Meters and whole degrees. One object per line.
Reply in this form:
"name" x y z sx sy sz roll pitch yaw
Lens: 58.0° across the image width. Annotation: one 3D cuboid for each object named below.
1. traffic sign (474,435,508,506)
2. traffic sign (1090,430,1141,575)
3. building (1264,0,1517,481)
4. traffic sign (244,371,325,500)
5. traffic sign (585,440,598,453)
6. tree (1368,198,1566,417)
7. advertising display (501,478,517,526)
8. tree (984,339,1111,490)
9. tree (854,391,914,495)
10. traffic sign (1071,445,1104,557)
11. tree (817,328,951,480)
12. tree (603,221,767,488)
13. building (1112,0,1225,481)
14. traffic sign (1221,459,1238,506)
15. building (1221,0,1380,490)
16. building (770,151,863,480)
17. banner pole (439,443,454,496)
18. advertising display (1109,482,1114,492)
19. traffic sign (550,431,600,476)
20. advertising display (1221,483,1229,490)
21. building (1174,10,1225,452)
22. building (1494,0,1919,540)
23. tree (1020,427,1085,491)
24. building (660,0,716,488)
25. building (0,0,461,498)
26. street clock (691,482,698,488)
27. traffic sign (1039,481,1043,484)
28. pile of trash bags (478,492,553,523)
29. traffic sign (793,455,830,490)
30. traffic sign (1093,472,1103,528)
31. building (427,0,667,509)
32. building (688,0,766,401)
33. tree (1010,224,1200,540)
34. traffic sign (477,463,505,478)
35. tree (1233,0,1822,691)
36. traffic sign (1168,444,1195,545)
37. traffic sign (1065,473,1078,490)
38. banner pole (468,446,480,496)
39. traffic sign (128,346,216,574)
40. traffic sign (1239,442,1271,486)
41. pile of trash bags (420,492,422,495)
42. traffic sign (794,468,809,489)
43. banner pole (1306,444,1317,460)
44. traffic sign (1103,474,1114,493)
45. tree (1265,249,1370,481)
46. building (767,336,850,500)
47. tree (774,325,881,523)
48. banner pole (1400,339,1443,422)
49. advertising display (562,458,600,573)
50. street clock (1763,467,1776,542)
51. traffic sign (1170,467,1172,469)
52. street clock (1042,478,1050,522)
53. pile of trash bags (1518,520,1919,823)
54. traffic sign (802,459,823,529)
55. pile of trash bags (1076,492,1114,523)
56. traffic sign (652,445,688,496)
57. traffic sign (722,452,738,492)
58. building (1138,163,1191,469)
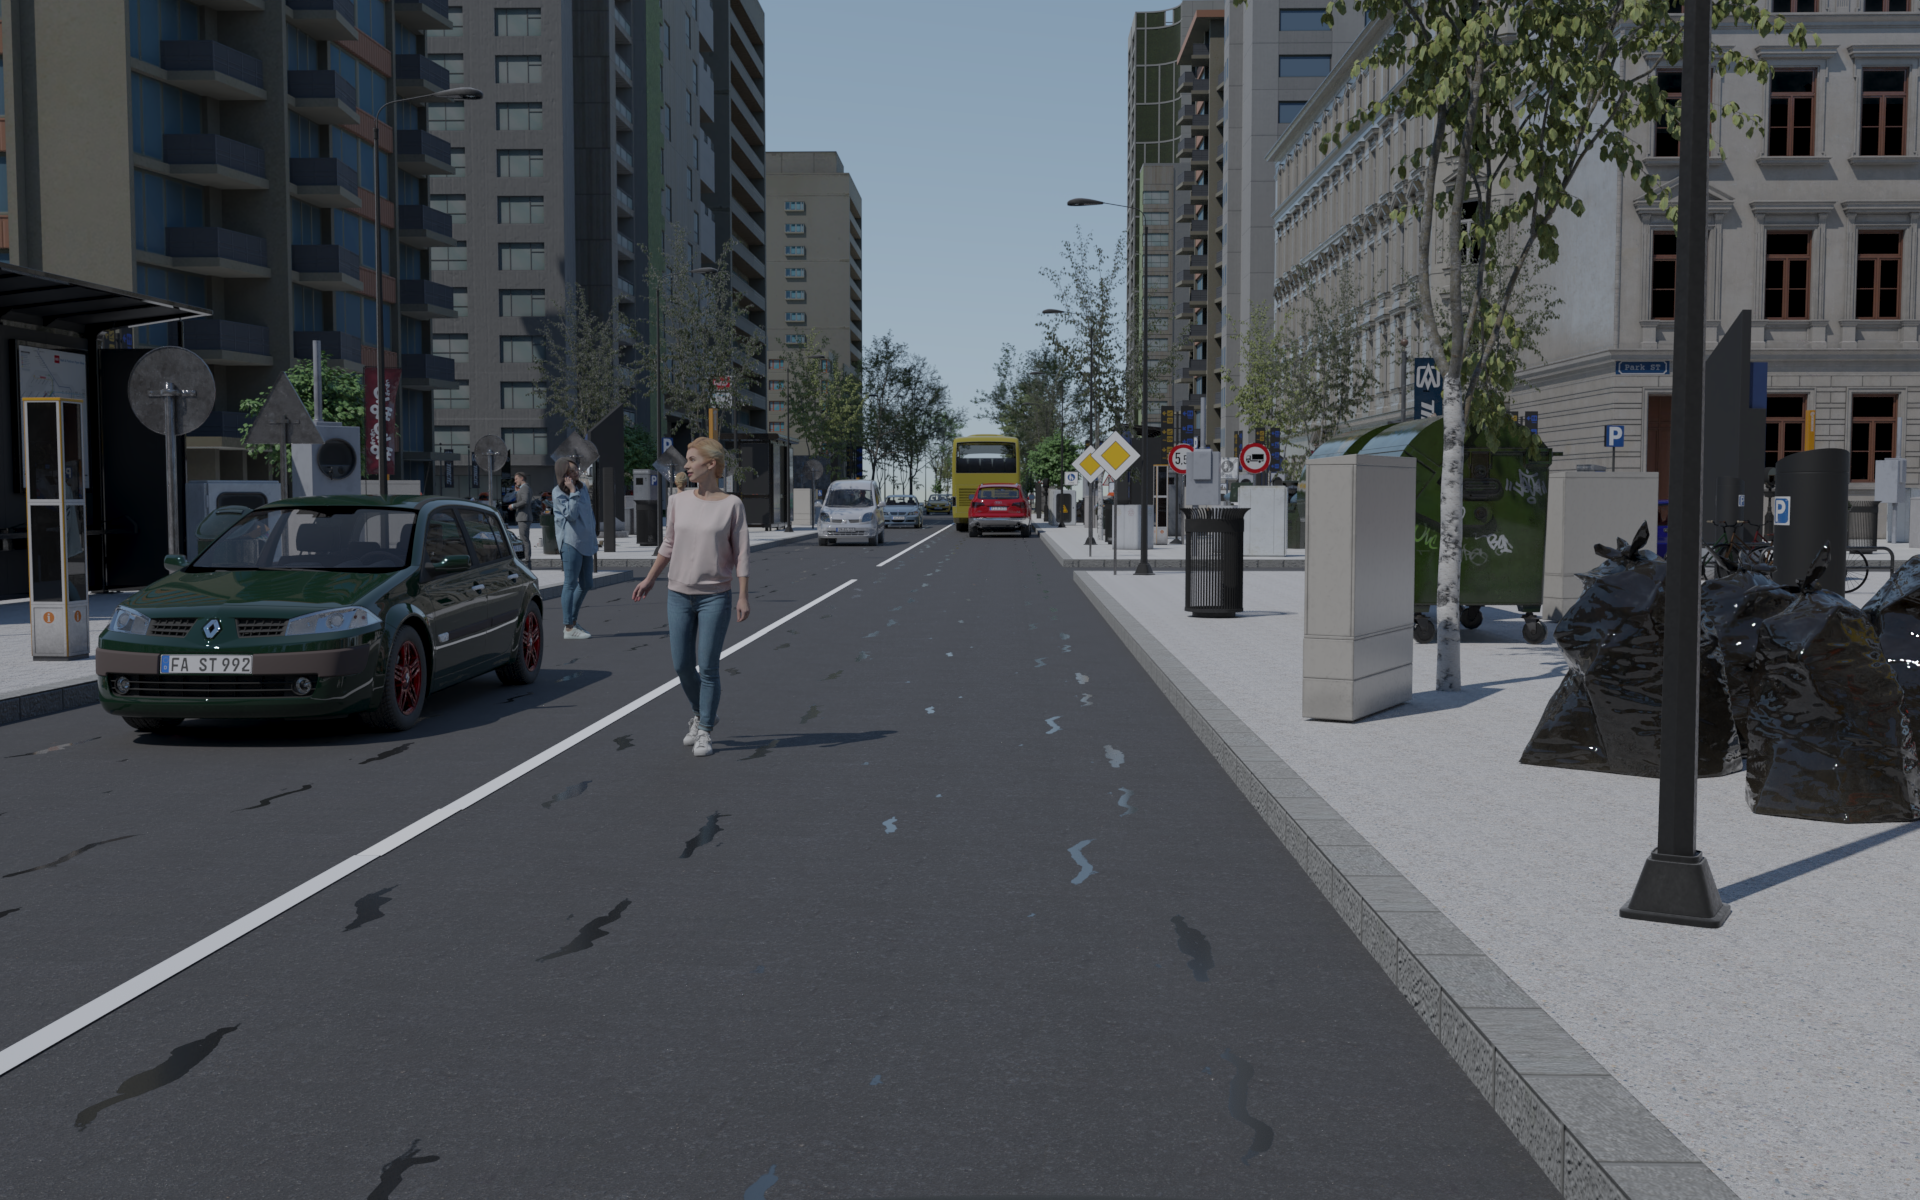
"traffic sign" -10.096 -2.272 37.257 0.768 2.556 0.104 1 4 11
"traffic sign" 2.454 -1.452 27.376 0.795 2.450 0.064 0 4 1
"building" 27.157 -19.041 87.735 17.030 29.872 44.131 0 4 1
"traffic sign" -7.172 -1.124 18.384 0.884 2.594 0.081 0 4 4
"traffic sign" -8.795 -2.463 40.370 0.768 2.556 0.104 1 4 11
"tree" 12.786 -5.631 42.429 4.360 8.622 3.978 0 3 0
"advertising display" -18.107 -3.964 70.019 0.974 1.923 0.123 1 4 22
"tree" 5.852 -10.381 104.147 7.601 10.594 8.767 3 5 40
"tree" -5.314 -10.101 115.521 4.360 8.622 3.978 0 3 0
"traffic sign" 2.663 -1.940 35.358 0.795 2.450 0.064 0 4 1
"tree" -4.832 -9.982 97.621 7.601 10.594 8.767 2 4 34
"tree" -7.020 -5.886 46.593 4.360 8.622 3.978 0 3 0
"building" 33.432 -50.067 256.853 20.563 71.187 20.611 0 4 1
"traffic sign" 7.545 -2.864 48.950 0.606 2.300 0.079 0 4 2
"building" 30.145 -35.848 128.113 21.231 58.520 28.212 0 4 1
"building" -25.475 -38.182 247.972 21.300 48.544 21.600 0 4 1
"banner pole" -25.104 -5.784 84.578 0.863 3.779 0.401 -2 4 -33
"advertising display" 8.256 -5.227 90.677 0.974 1.923 0.123 1 4 22
"traffic sign" -6.137 -1.467 27.620 0.795 2.450 0.064 0 4 1
"advertising display" 14.767 -5.698 98.375 0.974 1.923 0.123 1 4 11
"building" 31.182 -30.726 157.001 22.147 44.769 28.867 0 4 1
"building" 28.329 -13.265 53.033 21.152 22.565 11.583 0 4 1
"tree" 4.872 -6.159 84.417 4.285 4.588 4.351 0 3 0
"building" -32.771 -32.729 124.358 28.713 52.752 27.495 0 4 1
"building" -32.498 -25.131 65.523 22.147 44.769 28.867 0 4 1
"street clock" -12.778 -4.860 84.027 0.471 2.002 0.358 -1 4 -17
"traffic sign" 4.734 -5.862 95.845 0.884 2.594 0.081 0 4 2
"pile of trash bags" -22.385 -4.690 86.432 3.447 1.369 1.912 0 4 8
"traffic sign" -7.897 -5.922 90.694 2.265 3.308 0.079 1 4 9
"traffic sign" 5.042 -3.964 64.916 0.768 2.556 0.104 0 4 2
"building" -25.606 -25.547 101.296 14.154 41.232 14.086 0 4 1
"building" -28.714 -32.122 148.890 21.300 48.544 21.600 0 4 1
"tree" 4.106 -5.955 47.722 4.360 8.622 3.978 0 3 0
"traffic sign" -10.622 -2.390 39.186 0.768 2.556 0.104 1 4 10
"tree" 3.431 -3.711 11.041 4.737 8.622 4.395 0 3 0
"traffic sign" 5.644 -2.674 43.822 0.768 2.556 0.104 0 4 7
"traffic sign" 5.172 -4.792 80.484 0.606 2.300 0.079 0 4 4
"banner pole" -25.315 -6.119 90.065 0.401 3.779 0.863 3 5 41
"traffic sign" -6.798 -0.907 14.943 0.768 2.556 0.104 0 4 3
"traffic sign" 7.283 -2.614 42.843 0.768 2.556 0.104 0 4 2
"pile of trash bags" -16.812 -2.735 54.462 1.912 1.369 3.447 -2 4 -30
"traffic sign" -7.715 -5.159 84.460 0.768 2.556 0.104 0 4 7
"banner pole" 17.567 -5.906 86.588 0.401 3.779 0.863 -3 4 -37
"traffic sign" 9.512 -6.768 110.655 0.884 2.594 0.081 0 4 7
"tree" 11.246 -6.281 53.054 4.360 8.622 3.978 0 3 0
"building" -29.247 -23.159 223.685 27.650 21.520 28.899 0 4 1
"tree" -6.261 -7.657 75.550 4.737 8.622 4.395 0 3 0
"banner pole" 7.388 -2.322 27.983 0.863 3.779 0.401 0 4 3
"advertising display" -6.256 -1.418 28.406 0.974 1.923 0.123 3 5 41
"street clock" 21.887 -2.584 46.816 0.471 2.002 0.358 -2 4 -24
"traffic sign" 8.571 -4.138 67.763 0.768 2.556 0.104 1 4 11
"street clock" 3.968 -4.600 79.785 0.358 2.002 0.471 1 4 17
"pile of trash bags" 4.004 0.152 7.274 1.912 1.369 3.447 -1 4 -20
"traffic sign" -5.417 -3.893 63.755 0.768 2.556 0.104 0 4 2
"pile of trash bags" 6.285 -4.188 78.225 1.912 1.369 3.447 2 4 29
"traffic sign" -5.928 -1.955 35.602 0.795 2.450 0.064 0 4 1
"traffic sign" -6.990 -3.144 51.508 0.768 2.556 0.104 0 4 3
"building" 29.275 -32.589 216.432 14.154 41.232 14.086 0 4 1
